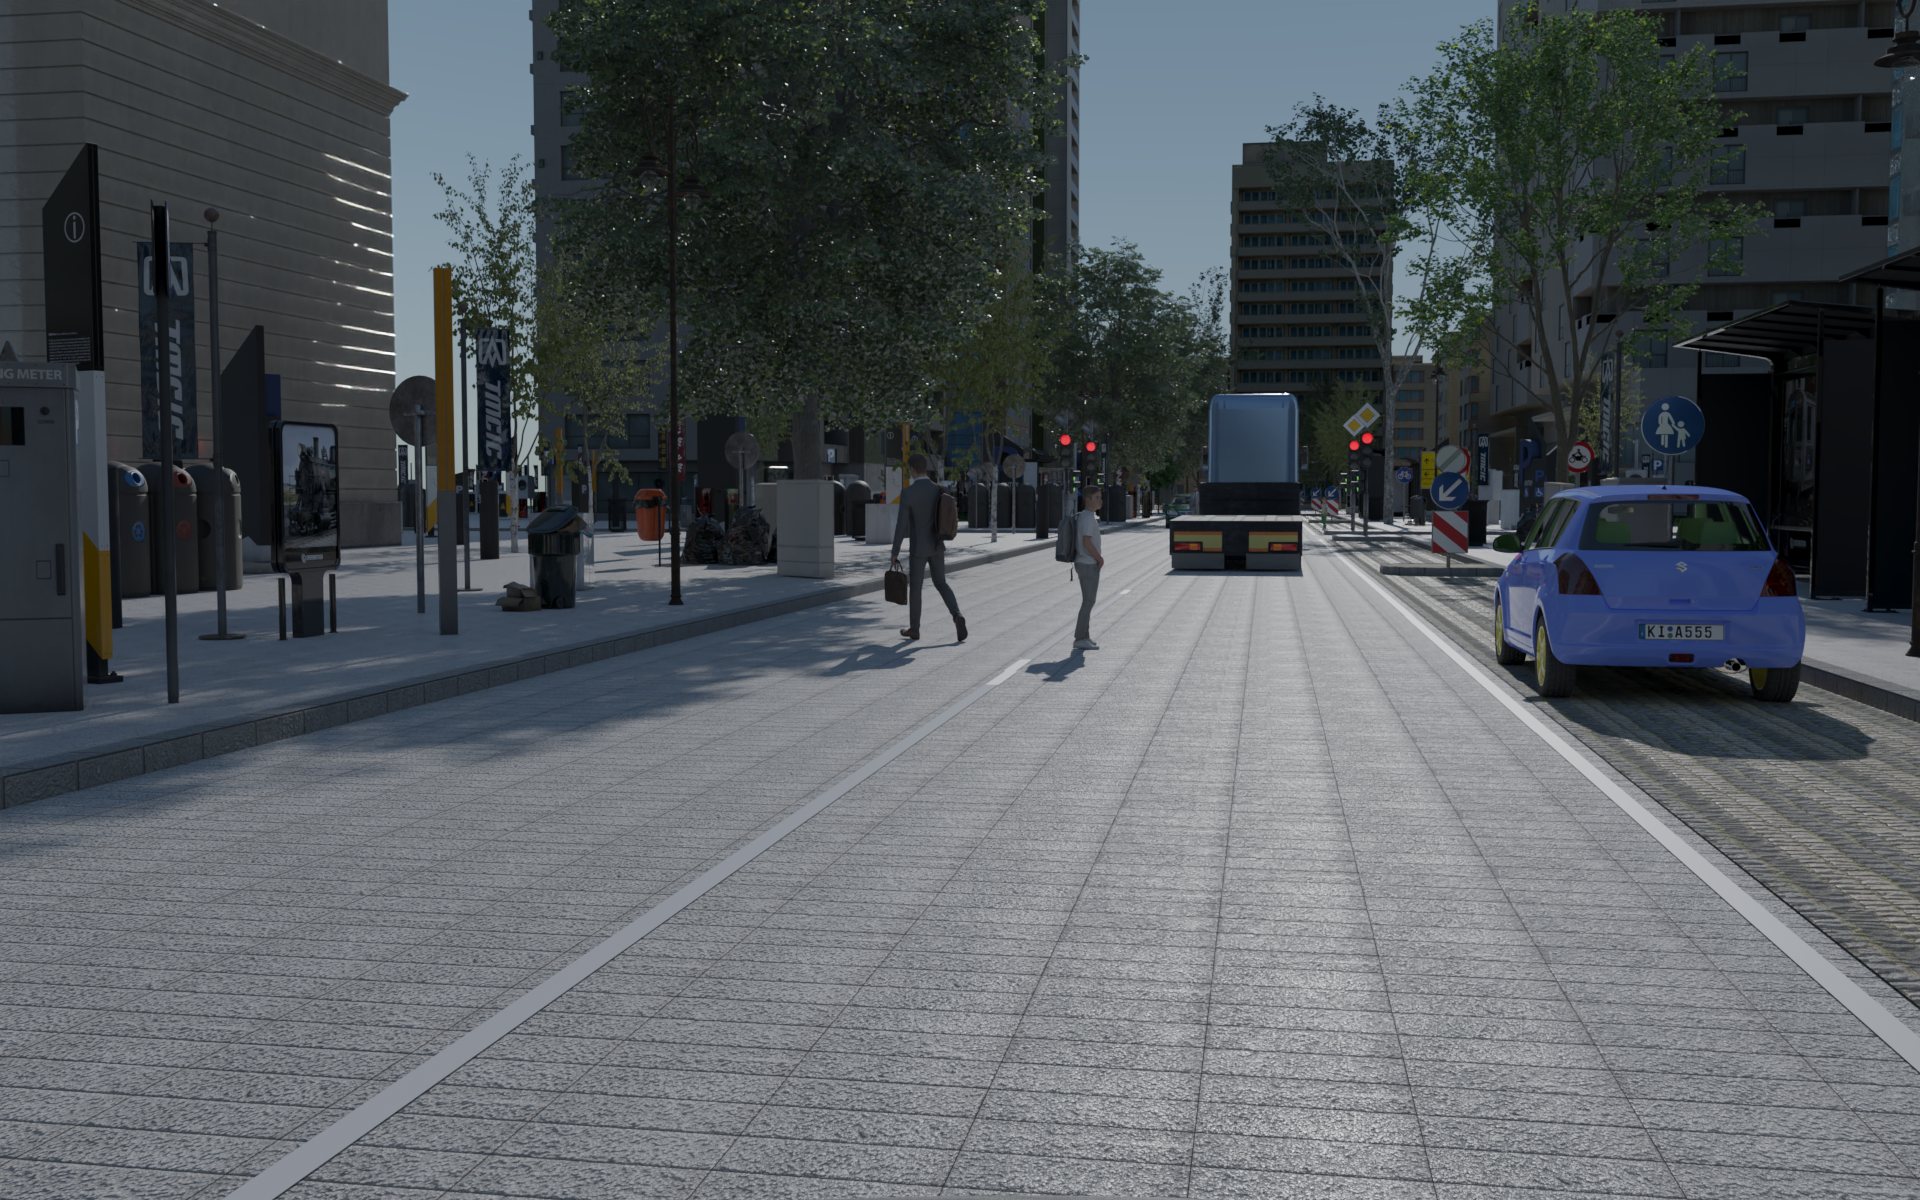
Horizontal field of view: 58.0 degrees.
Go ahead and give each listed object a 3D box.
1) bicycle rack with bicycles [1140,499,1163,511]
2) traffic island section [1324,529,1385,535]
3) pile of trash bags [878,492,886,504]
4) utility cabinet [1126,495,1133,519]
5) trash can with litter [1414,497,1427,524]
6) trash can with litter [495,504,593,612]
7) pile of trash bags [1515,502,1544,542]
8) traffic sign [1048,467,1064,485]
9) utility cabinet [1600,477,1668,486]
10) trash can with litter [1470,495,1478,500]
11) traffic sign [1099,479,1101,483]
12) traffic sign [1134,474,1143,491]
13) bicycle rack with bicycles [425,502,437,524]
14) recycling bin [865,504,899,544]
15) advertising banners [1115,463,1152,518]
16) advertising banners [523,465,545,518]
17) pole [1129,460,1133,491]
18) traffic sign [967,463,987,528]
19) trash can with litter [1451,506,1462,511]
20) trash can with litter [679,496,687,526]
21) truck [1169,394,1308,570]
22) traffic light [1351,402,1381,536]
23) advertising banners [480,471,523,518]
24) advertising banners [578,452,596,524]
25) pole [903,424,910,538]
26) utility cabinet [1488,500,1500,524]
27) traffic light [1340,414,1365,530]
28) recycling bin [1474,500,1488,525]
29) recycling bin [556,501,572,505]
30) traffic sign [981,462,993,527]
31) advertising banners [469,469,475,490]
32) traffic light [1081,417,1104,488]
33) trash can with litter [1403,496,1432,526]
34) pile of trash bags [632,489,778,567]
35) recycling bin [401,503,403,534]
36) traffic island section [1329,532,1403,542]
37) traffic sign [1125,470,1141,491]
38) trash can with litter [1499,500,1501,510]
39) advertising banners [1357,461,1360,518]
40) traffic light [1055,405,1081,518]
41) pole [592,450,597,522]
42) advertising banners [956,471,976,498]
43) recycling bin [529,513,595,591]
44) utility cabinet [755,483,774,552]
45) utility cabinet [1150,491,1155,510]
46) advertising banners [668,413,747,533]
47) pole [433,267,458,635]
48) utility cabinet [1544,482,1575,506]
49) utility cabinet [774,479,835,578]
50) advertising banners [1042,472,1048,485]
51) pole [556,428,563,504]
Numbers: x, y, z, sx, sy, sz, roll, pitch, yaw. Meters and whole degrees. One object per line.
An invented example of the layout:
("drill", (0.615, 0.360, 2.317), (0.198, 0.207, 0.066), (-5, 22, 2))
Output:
("bicycle rack with bicycles", (14.087, -6.899, 126.175), (2.852, 0.926, 2.925), (2, 4, 29))
("traffic island section", (13.883, -2.376, 61.125), (2.009, 0.180, 2.903), (1, 4, 10))
("pile of trash bags", (-2.272, -3.641, 69.281), (1.912, 1.369, 3.447), (-2, 4, -34))
("utility cabinet", (8.353, -4.737, 88.609), (1.020, 1.237, 0.306), (3, 5, 42))
("trash can with litter", (19.294, -3.756, 72.791), (0.624, 1.170, 1.055), (1, 4, 15))
("trash can with litter", (-4.619, -0.479, 19.216), (0.624, 1.170, 1.055), (2, 4, 27))
("pile of trash bags", (16.591, -2.276, 46.966), (3.447, 1.369, 1.912), (-3, 5, -42))
("traffic sign", (3.666, -3.922, 66.257), (0.606, 2.300, 0.079), (1, 4, 16))
("utility cabinet", (9.166, -0.910, 23.558), (1.173, 1.500, 0.318), (-2, 4, -35))
("trash can with litter", (30.306, -5.623, 102.996), (1.678, 1.210, 2.233), (-3, 5, -40))
("traffic sign", (9.099, -6.803, 111.328), (0.768, 2.556, 0.104), (1, 4, 15))
("traffic sign", (10.914, -6.544, 107.100), (0.768, 2.556, 0.104), (1, 4, 14))
("bicycle rack with bicycles", (-23.118, -3.742, 74.568), (2.852, 0.926, 2.925), (0, 4, 3))
("recycling bin", (-1.990, -1.979, 44.918), (0.722, 1.027, 0.722), (1, 4, 22))
("advertising banners", (9.323, -5.945, 93.389), (2.074, 3.025, 0.090), (1, 4, 15))
("advertising banners", (-23.421, -5.918, 92.951), (2.074, 3.025, 0.090), (0, 4, 7))
("pole", (9.924, -6.524, 100.517), (0.158, 3.312, 0.155), (0, 3, 0))
("traffic sign", (0.616, -3.872, 64.496), (0.795, 2.450, 0.064), (1, 4, 20))
("trash can with litter", (14.846, -2.424, 51.015), (0.624, 1.170, 1.055), (-1, 4, -9))
("trash can with litter", (-10.951, -3.605, 69.996), (1.678, 1.210, 2.233), (1, 4, 12))
("truck", (6.808, -3.132, 40.966), (2.967, 4.110, 18.799), (1, 4, 11))
("traffic light", (12.453, -3.929, 53.154), (0.839, 4.253, 0.868), (1, 4, 10))
("advertising banners", (-23.889, -5.729, 89.857), (2.074, 3.025, 0.090), (0, 4, -6))
("advertising banners", (-15.765, -4.708, 73.157), (0.090, 3.025, 2.074), (0, 4, 6))
("pole", (-1.570, -3.472, 50.603), (0.158, 3.312, 0.155), (0, 3, 0))
("utility cabinet", (22.723, -3.855, 74.188), (1.020, 1.237, 0.306), (-3, 5, -43))
("traffic light", (13.846, -4.410, 61.018), (0.839, 4.253, 0.868), (1, 4, 10))
("recycling bin", (21.338, -3.610, 71.577), (0.722, 1.027, 0.722), (-3, 5, -41))
("recycling bin", (-15.215, -3.350, 67.320), (0.722, 1.027, 0.722), (1, 4, 21))
("traffic sign", (1.125, -4.172, 68.316), (0.768, 2.556, 0.104), (1, 4, 11))
("advertising banners", (-34.168, -7.497, 118.762), (2.074, 3.025, 0.090), (-3, 5, -41))
("traffic light", (4.772, -4.507, 62.602), (0.839, 4.253, 0.868), (1, 4, 10))
("trash can with litter", (19.014, -3.635, 70.496), (2.233, 1.210, 1.678), (0, 4, 1))
("pile of trash bags", (-4.425, -1.335, 31.576), (3.447, 1.369, 1.912), (-3, 5, -43))
("recycling bin", (-18.533, -2.669, 56.188), (0.722, 1.027, 0.722), (-2, 4, -32))
("traffic island section", (12.491, -1.895, 53.262), (2.009, 0.180, 2.903), (1, 4, 10))
("traffic sign", (9.399, -5.749, 94.005), (0.884, 2.594, 0.081), (1, 4, 12))
("trash can with litter", (28.707, -4.970, 92.642), (0.624, 1.170, 1.055), (2, 4, 35))
("advertising banners", (21.697, -5.929, 93.133), (0.090, 3.025, 2.074), (2, 4, 35))
("traffic light", (3.380, -4.026, 54.739), (0.839, 4.253, 0.868), (1, 4, 10))
("pole", (-16.814, -5.248, 79.655), (0.158, 3.312, 0.155), (0, 3, 0))
("advertising banners", (0.474, -8.088, 128.422), (0.090, 3.025, 2.074), (-3, 5, -44))
("recycling bin", (-5.335, -0.652, 23.221), (0.722, 1.027, 0.722), (0, 4, 1))
("utility cabinet", (-3.460, -1.562, 34.214), (1.173, 1.500, 0.318), (1, 4, 20))
("utility cabinet", (14.890, -7.697, 134.528), (0.318, 1.500, 1.173), (1, 4, 12))
("advertising banners", (-5.366, -2.466, 36.513), (2.074, 3.025, 0.090), (2, 4, 29))
("pole", (-4.678, -1.340, 15.749), (0.158, 3.312, 0.155), (0, 3, 0))
("utility cabinet", (11.283, -1.463, 32.597), (0.318, 1.500, 1.173), (2, 4, 32))
("utility cabinet", (-2.371, -1.098, 26.636), (0.318, 1.500, 1.173), (-3, 4, -38))
("advertising banners", (7.622, -8.705, 138.507), (2.074, 3.025, 0.090), (0, 3, 0))
("pole", (-12.426, -3.665, 53.769), (0.158, 3.312, 0.155), (0, 3, 0))
